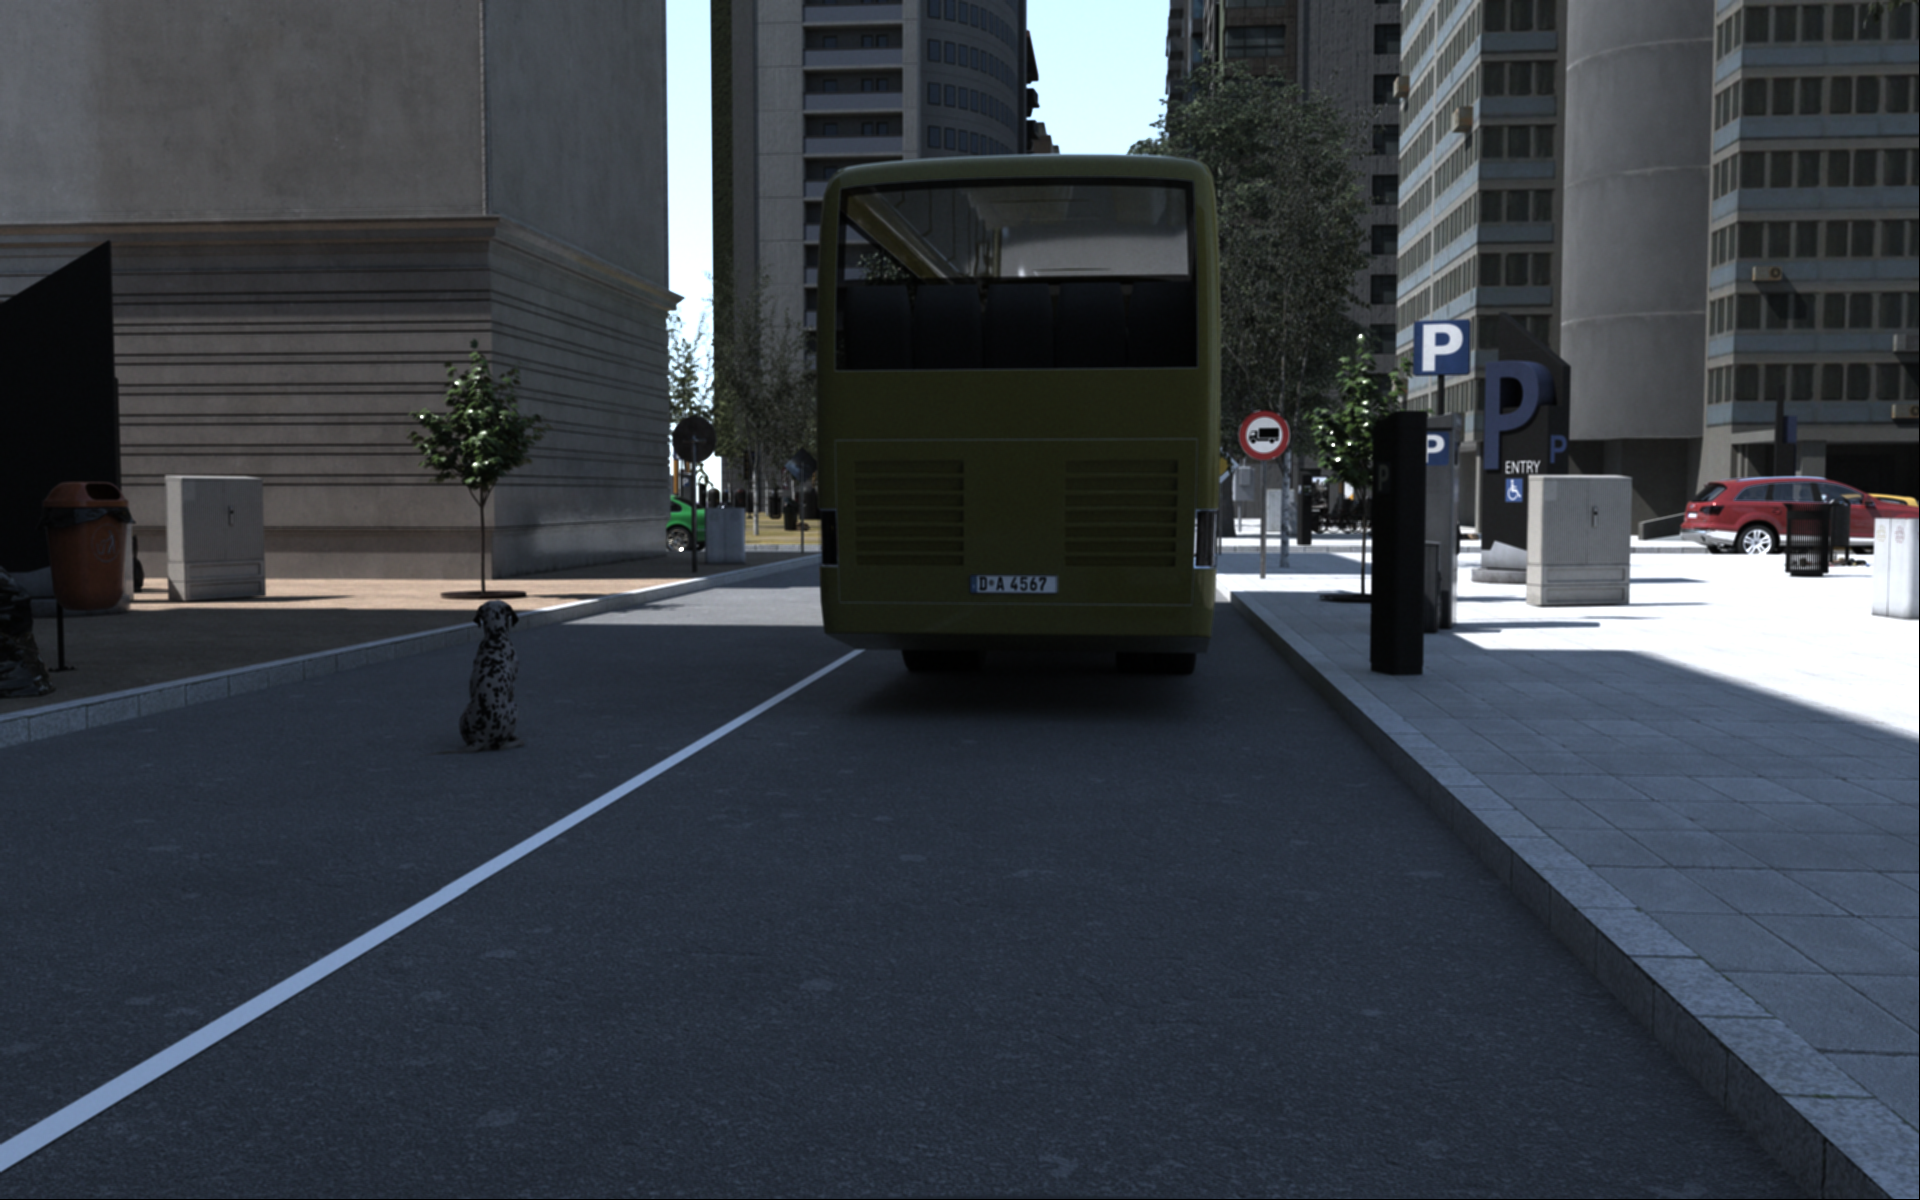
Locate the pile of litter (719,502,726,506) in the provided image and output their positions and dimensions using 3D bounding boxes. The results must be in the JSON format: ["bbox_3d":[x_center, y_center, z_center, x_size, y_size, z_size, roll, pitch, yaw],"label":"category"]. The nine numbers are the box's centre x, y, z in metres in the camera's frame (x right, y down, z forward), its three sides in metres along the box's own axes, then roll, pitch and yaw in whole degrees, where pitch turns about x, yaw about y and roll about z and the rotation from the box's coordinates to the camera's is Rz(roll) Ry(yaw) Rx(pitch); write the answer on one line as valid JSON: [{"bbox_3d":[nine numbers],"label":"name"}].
[{"bbox_3d":[-13.397,-5.126,97.781,1.719,0.858,1.176,0,4,-3],"label":"pile of litter"}]

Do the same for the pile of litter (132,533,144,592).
[{"bbox_3d":[-11.334,-0.542,22.819,1.176,0.858,1.719,0,4,-7],"label":"pile of litter"}]

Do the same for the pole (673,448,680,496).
[{"bbox_3d":[-10.160,-4.171,62.041,0.158,3.312,0.155,0,3,0],"label":"pole"}]

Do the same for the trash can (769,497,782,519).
[{"bbox_3d":[-9.547,-4.762,89.512,0.748,1.137,0.748,0,3,0],"label":"trash can"}]

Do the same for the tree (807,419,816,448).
[{"bbox_3d":[-1.292,-9.283,68.790,9.611,12.733,9.660,0,3,0],"label":"tree"}]

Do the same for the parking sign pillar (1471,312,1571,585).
[{"bbox_3d":[8.202,-2.242,25.132,1.447,3.967,1.447,-2,4,-26],"label":"parking sign pillar"}]

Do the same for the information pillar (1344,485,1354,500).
[{"bbox_3d":[19.214,-5.761,85.553,0.504,3.616,0.183,3,5,39],"label":"information pillar"}]

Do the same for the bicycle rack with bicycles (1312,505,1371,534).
[{"bbox_3d":[12.717,-2.692,57.404,2.925,0.926,2.852,0,4,-6],"label":"bicycle rack with bicycles"}]

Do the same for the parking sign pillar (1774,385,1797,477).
[{"bbox_3d":[20.658,-3.361,43.432,1.447,3.967,1.447,2,4,23],"label":"parking sign pillar"}]

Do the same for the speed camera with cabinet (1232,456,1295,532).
[{"bbox_3d":[10.301,-3.941,58.777,2.038,3.252,0.660,0,4,-2],"label":"speed camera with cabinet"}]

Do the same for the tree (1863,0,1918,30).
[{"bbox_3d":[7.831,-3.726,11.286,4.360,8.622,3.978,0,3,0],"label":"tree"}]

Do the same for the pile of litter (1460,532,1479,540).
[{"bbox_3d":[14.016,-2.134,48.849,1.176,0.858,1.719,0,4,8],"label":"pile of litter"}]

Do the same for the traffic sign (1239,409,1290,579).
[{"bbox_3d":[4.595,-1.596,26.194,0.768,2.556,0.104,1,4,14],"label":"traffic sign"}]

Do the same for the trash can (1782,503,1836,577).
[{"bbox_3d":[13.189,-0.935,26.944,0.748,1.137,0.748,0,3,0],"label":"trash can"}]

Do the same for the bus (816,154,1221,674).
[{"bbox_3d":[1.067,-1.541,16.734,2.896,3.916,12.252,0,4,7],"label":"bus"}]

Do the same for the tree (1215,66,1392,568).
[{"bbox_3d":[5.588,-4.885,30.232,4.360,8.622,3.978,0,3,0],"label":"tree"}]

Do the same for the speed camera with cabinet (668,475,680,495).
[{"bbox_3d":[-13.558,-5.443,83.328,2.038,3.252,0.660,3,5,43],"label":"speed camera with cabinet"}]

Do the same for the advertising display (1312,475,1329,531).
[{"bbox_3d":[12.318,-3.361,60.161,0.974,1.923,0.123,2,4,25],"label":"advertising display"}]

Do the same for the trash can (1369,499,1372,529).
[{"bbox_3d":[13.353,-2.652,55.015,0.748,1.137,0.748,0,3,0],"label":"trash can"}]

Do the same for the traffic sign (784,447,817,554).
[{"bbox_3d":[-3.387,-2.054,37.224,0.795,2.450,0.064,0,4,5],"label":"traffic sign"}]

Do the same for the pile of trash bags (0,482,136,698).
[{"bbox_3d":[-6.709,-0.085,11.136,1.912,1.369,3.447,1,4,17],"label":"pile of trash bags"}]

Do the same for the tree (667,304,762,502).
[{"bbox_3d":[-10.258,-7.103,66.490,4.737,8.622,4.395,0,3,0],"label":"tree"}]

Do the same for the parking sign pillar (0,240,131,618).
[{"bbox_3d":[-9.692,-1.834,18.451,1.447,3.967,1.447,-1,4,-19],"label":"parking sign pillar"}]

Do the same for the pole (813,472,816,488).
[{"bbox_3d":[-9.097,-6.993,108.179,0.158,3.312,0.155,0,3,0],"label":"pole"}]

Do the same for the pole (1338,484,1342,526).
[{"bbox_3d":[15.221,-4.603,69.094,0.158,3.312,0.155,0,3,0],"label":"pole"}]

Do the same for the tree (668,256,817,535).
[{"bbox_3d":[-6.191,-6.315,53.609,4.360,8.622,3.978,0,3,0],"label":"tree"}]

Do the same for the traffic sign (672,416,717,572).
[{"bbox_3d":[-4.350,-1.725,28.315,0.768,2.556,0.104,1,4,12],"label":"traffic sign"}]

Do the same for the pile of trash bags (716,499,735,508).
[{"bbox_3d":[-7.475,-2.241,46.394,3.447,1.369,1.912,1,4,21],"label":"pile of trash bags"}]

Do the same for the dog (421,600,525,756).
[{"bbox_3d":[-2.751,0.432,9.773,0.513,0.831,0.800,2,4,35],"label":"dog"}]

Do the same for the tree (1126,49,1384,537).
[{"bbox_3d":[7.994,-8.853,51.403,9.857,13.997,8.962,0,3,0],"label":"tree"}]

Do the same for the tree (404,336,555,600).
[{"bbox_3d":[-6.071,-1.644,21.477,1.663,3.219,1.824,0,3,0],"label":"tree"}]

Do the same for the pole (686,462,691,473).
[{"bbox_3d":[-11.265,-4.766,71.763,0.158,3.312,0.155,0,3,0],"label":"pole"}]

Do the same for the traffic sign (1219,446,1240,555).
[{"bbox_3d":[5.465,-2.001,36.364,0.795,2.450,0.064,0,4,5],"label":"traffic sign"}]

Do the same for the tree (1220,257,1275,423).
[{"bbox_3d":[9.081,-8.769,69.135,9.928,11.665,9.643,0,3,0],"label":"tree"}]

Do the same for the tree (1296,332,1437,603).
[{"bbox_3d":[4.797,-1.609,20.905,1.663,3.219,1.824,0,3,0],"label":"tree"}]

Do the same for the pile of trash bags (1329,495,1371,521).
[{"bbox_3d":[18.248,-4.477,82.959,3.447,1.369,1.912,0,4,-3],"label":"pile of trash bags"}]

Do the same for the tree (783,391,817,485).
[{"bbox_3d":[-10.089,-10.198,117.107,4.737,8.622,4.395,0,3,0],"label":"tree"}]
